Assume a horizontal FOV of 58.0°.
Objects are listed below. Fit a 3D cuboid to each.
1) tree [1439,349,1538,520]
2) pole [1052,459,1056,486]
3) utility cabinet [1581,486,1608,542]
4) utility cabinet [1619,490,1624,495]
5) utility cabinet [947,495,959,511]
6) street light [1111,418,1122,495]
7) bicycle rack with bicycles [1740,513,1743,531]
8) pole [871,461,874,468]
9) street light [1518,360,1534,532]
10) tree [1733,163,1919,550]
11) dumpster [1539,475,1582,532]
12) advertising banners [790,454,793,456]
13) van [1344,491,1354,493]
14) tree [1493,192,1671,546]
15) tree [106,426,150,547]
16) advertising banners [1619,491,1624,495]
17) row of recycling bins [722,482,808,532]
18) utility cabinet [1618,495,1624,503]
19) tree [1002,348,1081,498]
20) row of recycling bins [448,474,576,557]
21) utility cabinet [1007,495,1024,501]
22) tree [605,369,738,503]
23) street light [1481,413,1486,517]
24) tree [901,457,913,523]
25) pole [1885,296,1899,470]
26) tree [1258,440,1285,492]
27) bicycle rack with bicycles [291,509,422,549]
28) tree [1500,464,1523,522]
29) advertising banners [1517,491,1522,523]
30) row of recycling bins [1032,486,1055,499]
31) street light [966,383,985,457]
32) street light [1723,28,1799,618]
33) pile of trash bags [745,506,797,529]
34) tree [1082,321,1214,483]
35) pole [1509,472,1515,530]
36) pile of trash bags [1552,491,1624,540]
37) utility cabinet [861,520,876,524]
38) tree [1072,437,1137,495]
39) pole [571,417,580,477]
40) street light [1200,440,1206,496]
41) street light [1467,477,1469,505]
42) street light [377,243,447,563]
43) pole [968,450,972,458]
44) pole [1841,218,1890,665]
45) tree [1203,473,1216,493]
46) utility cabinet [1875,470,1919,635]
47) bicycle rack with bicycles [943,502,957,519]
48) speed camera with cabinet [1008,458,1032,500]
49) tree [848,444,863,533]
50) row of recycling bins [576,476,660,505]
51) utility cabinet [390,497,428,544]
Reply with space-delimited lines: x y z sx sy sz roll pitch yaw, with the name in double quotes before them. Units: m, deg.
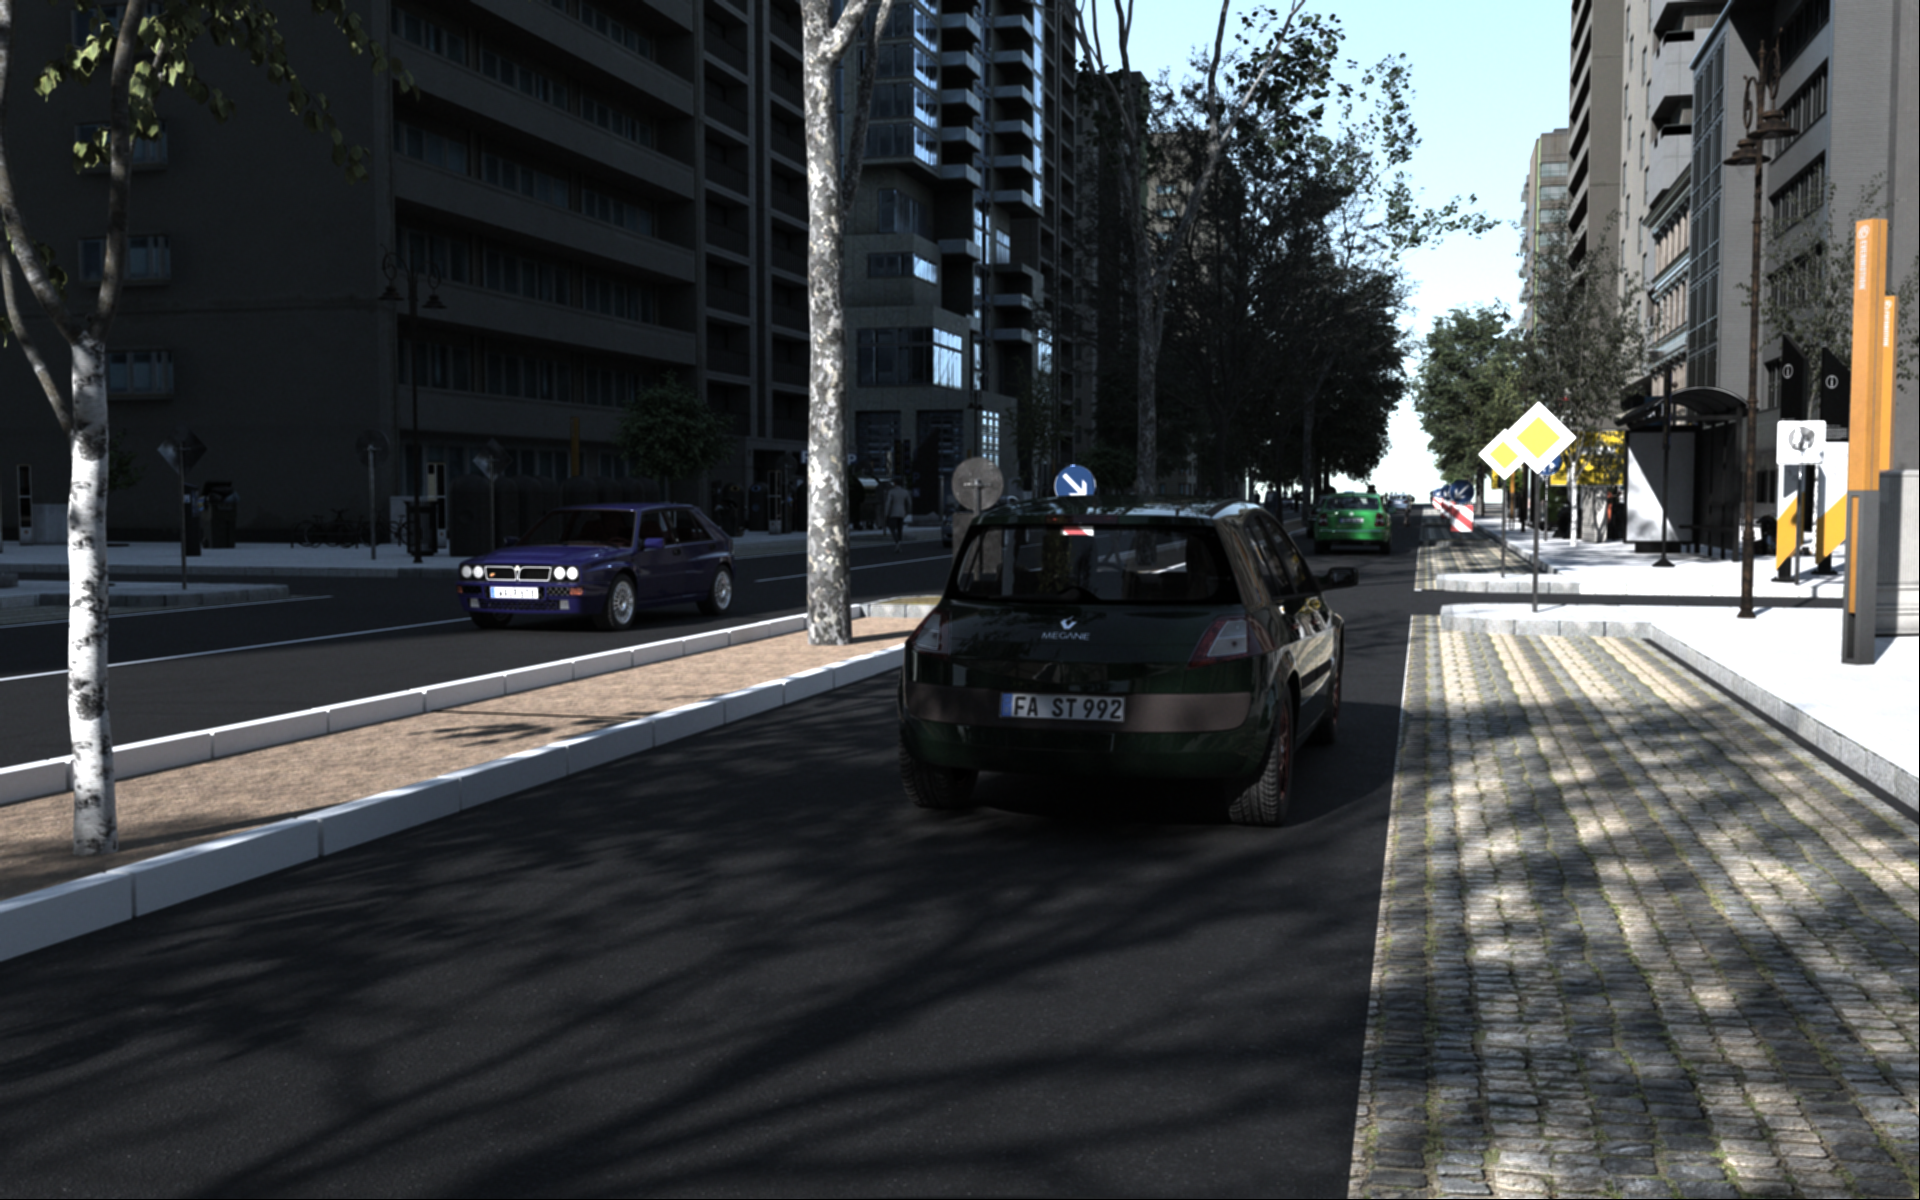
"tree" 27.197 -8.349 86.875 4.737 8.622 4.395 0 3 0
"pole" 5.395 -6.466 99.555 0.158 3.312 0.155 0 3 0
"utility cabinet" 16.804 -2.276 45.898 0.318 1.500 1.173 0 4 3
"utility cabinet" 36.771 -5.384 96.702 1.173 1.500 0.318 -2 4 -35
"utility cabinet" -0.164 -5.101 94.564 1.020 1.237 0.306 1 4 13
"street light" 9.527 -8.122 105.578 0.468 5.910 1.993 1 4 15
"bicycle rack with bicycles" 26.114 -2.898 60.759 2.852 0.926 2.925 -1 4 -20
"pole" -5.424 -6.927 107.093 0.158 3.312 0.155 0 3 0
"street light" 18.944 -5.218 58.100 0.468 5.910 1.993 1 4 15
"tree" 19.863 -5.448 39.439 4.360 8.622 3.978 0 3 0
"dumpster" 20.659 -3.496 59.646 1.502 2.255 1.985 1 4 15
"advertising banners" -7.190 -4.935 76.877 0.090 3.025 2.074 1 4 21
"van" 48.953 -12.896 217.867 2.013 2.044 4.112 1 4 13
"tree" 15.027 -5.611 42.096 4.360 8.622 3.978 0 3 0
"tree" -20.982 -2.917 42.292 1.663 3.219 1.824 0 3 0
"advertising banners" 35.918 -6.022 94.647 2.074 3.025 0.090 0 4 -3
"row of recycling bins" -6.551 -3.223 59.814 3.534 1.692 1.069 1 4 14
"utility cabinet" 34.671 -4.895 91.198 1.020 1.237 0.306 2 4 30
"tree" 3.965 -8.402 87.738 4.737 8.622 4.395 0 3 0
"row of recycling bins" -9.637 -1.826 36.971 1.069 1.692 3.534 1 4 18
"utility cabinet" 2.462 -4.119 78.513 0.306 1.237 1.020 -3 4 -38
"tree" -7.572 -3.749 45.016 4.285 4.588 4.351 0 3 0
"street light" 29.672 -7.666 98.132 0.468 5.910 1.993 1 4 15
"tree" -1.769 -4.995 76.265 1.663 3.219 1.824 0 3 0
"pole" 9.583 -1.475 17.965 0.158 3.312 0.155 0 3 0
"tree" 37.946 -16.036 212.550 4.737 8.622 4.395 0 3 0
"bicycle rack with bicycles" -14.917 -1.746 41.928 2.925 0.926 2.852 1 4 16
"tree" 25.740 -5.254 80.509 1.663 3.219 1.824 0 3 0
"advertising banners" 25.905 -4.977 77.566 2.074 3.025 0.090 -1 4 -16
"row of recycling bins" 4.559 -5.126 90.918 1.069 1.692 3.534 -1 4 -13
"street light" 0.654 -6.077 72.139 0.468 5.910 1.993 1 4 15
"street light" 8.166 -2.753 17.806 0.468 5.910 1.993 1 4 15
"pile of trash bags" -6.849 -3.333 64.246 1.912 1.369 3.447 3 4 38
"tree" 13.061 -13.065 120.266 9.857 13.997 8.962 0 3 0
"pole" 19.670 -4.148 61.668 0.158 3.312 0.155 0 3 0
"pile of trash bags" 18.116 -2.424 49.381 1.912 1.369 3.447 1 4 9
"utility cabinet" -4.294 -4.308 79.110 0.318 1.500 1.173 -2 4 -35
"tree" 8.145 -7.140 100.450 4.285 4.588 4.351 0 3 0
"pole" -10.225 -3.194 46.066 0.158 3.312 0.155 0 3 0
"street light" 20.413 -10.568 145.568 0.468 5.910 1.993 1 4 15
"street light" 38.670 -9.716 131.639 0.468 5.910 1.993 1 4 15
"street light" -10.120 -3.631 32.159 0.468 5.910 1.993 1 4 15
"pole" 0.438 -5.237 79.475 0.158 3.312 0.155 0 3 0
"pole" 6.783 -1.171 12.984 0.158 3.312 0.155 0 3 0
"tree" 22.853 -9.928 156.917 1.663 3.219 1.824 0 3 0
"utility cabinet" 8.675 -0.430 15.714 1.173 1.500 0.318 -1 4 -11
"bicycle rack with bicycles" -1.173 -4.198 82.016 2.852 0.926 2.925 2 4 23
"speed camera with cabinet" 3.541 -6.250 96.527 0.660 3.252 2.038 3 5 42
"tree" -3.977 -3.788 56.534 1.663 3.219 1.824 0 3 0
"row of recycling bins" -8.118 -2.047 40.579 1.069 1.692 3.534 1 4 21
"utility cabinet" -14.122 -2.045 44.594 1.020 1.237 0.306 -1 4 -10
